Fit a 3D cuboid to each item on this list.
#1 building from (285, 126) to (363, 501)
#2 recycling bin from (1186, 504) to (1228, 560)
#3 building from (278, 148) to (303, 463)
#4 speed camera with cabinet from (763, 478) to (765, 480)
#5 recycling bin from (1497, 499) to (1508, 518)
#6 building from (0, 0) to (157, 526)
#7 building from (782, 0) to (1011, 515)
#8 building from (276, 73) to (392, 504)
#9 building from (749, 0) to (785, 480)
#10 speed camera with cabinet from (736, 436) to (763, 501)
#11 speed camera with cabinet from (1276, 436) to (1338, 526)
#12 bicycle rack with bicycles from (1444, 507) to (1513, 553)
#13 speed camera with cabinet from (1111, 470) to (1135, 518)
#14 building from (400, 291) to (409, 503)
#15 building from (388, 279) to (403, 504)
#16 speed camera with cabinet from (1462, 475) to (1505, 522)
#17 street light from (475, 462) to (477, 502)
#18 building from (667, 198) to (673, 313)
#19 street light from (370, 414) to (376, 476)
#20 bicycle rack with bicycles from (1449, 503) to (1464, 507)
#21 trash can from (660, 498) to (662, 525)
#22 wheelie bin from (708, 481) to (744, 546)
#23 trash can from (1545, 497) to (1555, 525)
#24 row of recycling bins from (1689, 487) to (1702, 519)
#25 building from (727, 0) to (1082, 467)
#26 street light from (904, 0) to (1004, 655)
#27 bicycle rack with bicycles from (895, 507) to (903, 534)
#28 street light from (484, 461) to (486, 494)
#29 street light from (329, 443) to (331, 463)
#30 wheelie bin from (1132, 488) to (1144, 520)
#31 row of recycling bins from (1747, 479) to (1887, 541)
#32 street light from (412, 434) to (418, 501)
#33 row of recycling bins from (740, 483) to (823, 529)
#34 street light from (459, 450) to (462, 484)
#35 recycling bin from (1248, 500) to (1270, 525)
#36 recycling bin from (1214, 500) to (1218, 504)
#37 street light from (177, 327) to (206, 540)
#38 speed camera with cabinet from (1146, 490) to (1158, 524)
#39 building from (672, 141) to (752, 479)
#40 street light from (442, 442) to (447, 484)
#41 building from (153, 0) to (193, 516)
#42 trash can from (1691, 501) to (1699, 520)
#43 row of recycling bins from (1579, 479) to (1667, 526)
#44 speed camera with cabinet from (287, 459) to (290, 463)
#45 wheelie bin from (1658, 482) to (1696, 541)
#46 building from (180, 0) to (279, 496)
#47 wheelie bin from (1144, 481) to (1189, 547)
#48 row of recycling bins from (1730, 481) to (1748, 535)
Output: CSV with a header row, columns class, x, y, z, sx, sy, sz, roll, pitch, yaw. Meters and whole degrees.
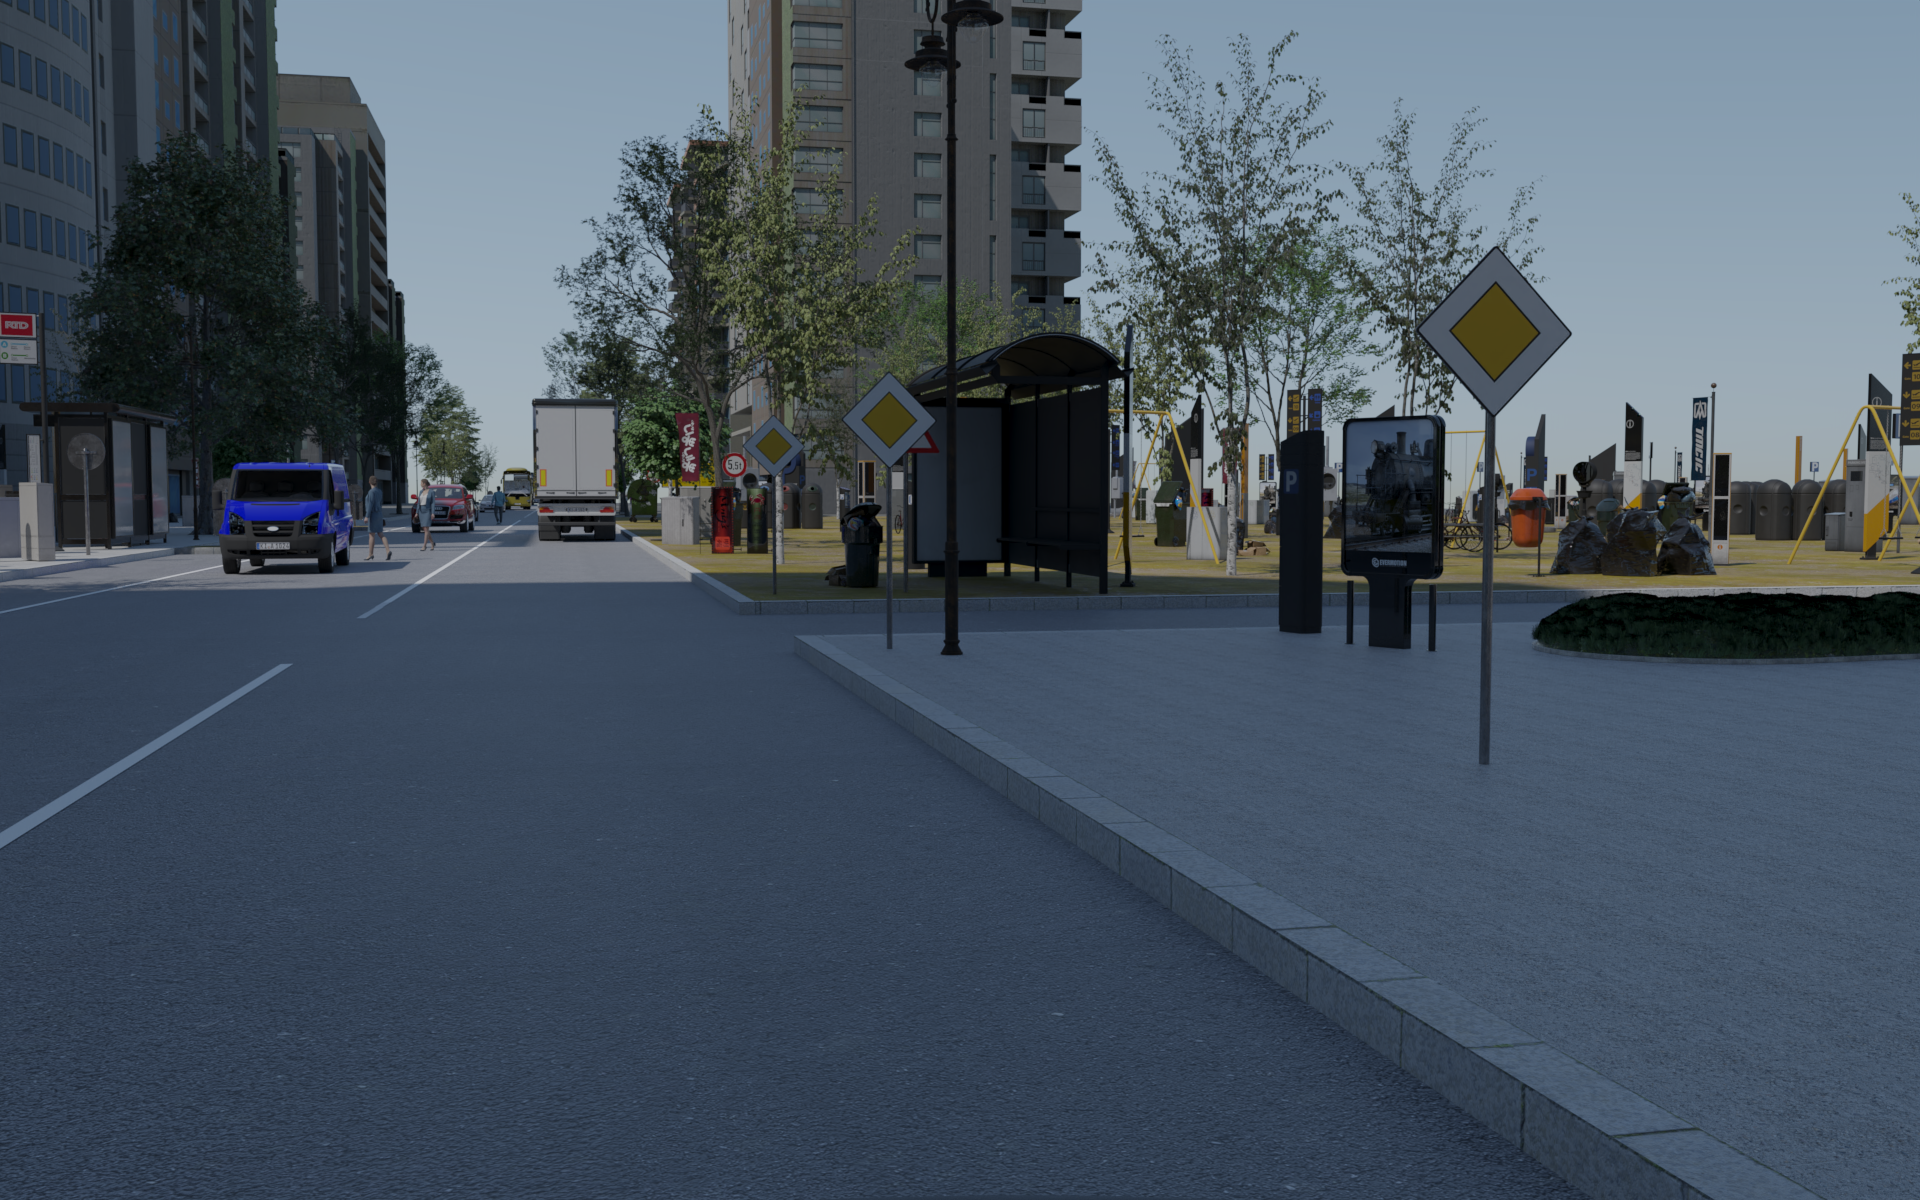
class,x,y,z,sx,sy,sz,roll,pitch,yaw
building,-72.938,-30.776,186.779,14.154,41.232,14.086,-1,4,-13
recycling bin,4.906,-1.308,33.946,0.722,1.027,0.722,2,4,32
building,-60.724,-22.349,137.100,14.160,30.474,14.107,-1,4,-13
speed camera with cabinet,-10.354,-6.035,93.011,2.038,3.252,0.660,-3,5,-43
recycling bin,27.190,-4.577,87.384,0.722,1.027,0.722,2,4,28
building,-46.550,-32.197,68.427,21.231,58.520,28.212,-1,4,-13
building,-4.932,-26.374,114.811,14.154,41.232,14.086,-1,4,-13
building,-79.294,-35.454,203.373,21.300,48.544,21.600,-1,4,-13
building,-7.870,-29.259,128.496,14.600,45.320,14.200,-1,4,-13
speed camera with cabinet,-7.860,-3.933,58.643,2.038,3.252,0.660,-2,4,-28
speed camera with cabinet,11.849,-3.966,59.182,2.038,3.252,0.660,1,4,11
bicycle rack with bicycles,10.985,-1.570,39.051,2.925,0.926,2.852,1,4,16
speed camera with cabinet,9.029,-6.042,93.124,0.660,3.252,2.038,-3,4,-37
building,-83.269,-28.382,235.744,14.160,30.474,14.107,-1,4,-13
building,-80.106,-27.543,222.021,14.160,30.474,14.107,-1,4,-13
speed camera with cabinet,24.010,-5.202,79.384,2.038,3.252,0.660,-2,4,-25
street light,-56.990,-14.118,203.615,0.468,5.910,1.993,-1,4,-13
building,-29.197,-35.881,241.272,22.147,44.769,28.867,-1,4,-13
street light,-31.863,-7.418,94.070,0.468,5.910,1.993,-1,4,-13
bicycle rack with bicycles,21.719,-3.706,73.969,2.852,0.926,2.925,2,4,35
trash can,-11.594,-3.504,68.951,0.748,1.137,0.748,0,3,0
wheelie bin,-5.782,-2.137,42.852,0.980,1.594,0.693,3,5,39
trash can,25.335,-3.859,74.742,0.748,1.137,0.748,0,3,0
row of recycling bins,38.394,-5.028,89.317,3.534,1.692,1.069,-2,4,-25
building,-5.394,-34.325,150.456,28.713,52.752,27.495,-1,4,-13
street light,-0.066,-2.501,13.677,0.468,5.910,1.993,-1,4,-13
bicycle rack with bicycles,-0.683,-2.531,54.767,2.852,0.926,2.925,-1,4,-14
street light,-63.731,-15.895,232.667,0.468,5.910,1.993,-1,4,-13
street light,-27.920,-6.358,76.748,0.468,5.910,1.993,-1,4,-13
wheelie bin,8.811,-4.674,84.332,0.980,1.594,0.693,0,4,-6
row of recycling bins,23.840,-2.492,47.853,3.534,1.692,1.069,0,4,-2
street light,-38.350,-9.143,122.281,0.468,5.910,1.993,-1,4,-13
row of recycling bins,-6.746,-3.483,64.064,3.534,1.692,1.069,1,4,14
street light,-50.546,-12.374,175.096,0.468,5.910,1.993,-1,4,-13
recycling bin,12.659,-3.721,73.389,0.722,1.027,0.722,2,4,30
recycling bin,11.054,-3.954,77.204,0.722,1.027,0.722,-1,4,-12
street light,-21.274,-4.604,48.067,0.468,5.910,1.993,-1,4,-13
speed camera with cabinet,8.885,-4.950,75.264,0.660,3.252,2.038,3,5,40
building,-22.761,-34.163,213.183,22.147,44.769,28.867,-1,4,-13
street light,-44.988,-10.906,151.101,0.468,5.910,1.993,-1,4,-13
building,-51.393,-27.198,94.794,14.600,45.320,14.200,-1,4,-13
trash can,35.990,-4.495,85.151,0.748,1.137,0.748,0,3,0
row of recycling bins,18.538,-2.505,48.075,3.534,1.692,1.069,-2,4,-34
speed camera with cabinet,-26.483,-4.486,67.678,0.660,3.252,2.038,-2,4,-26
wheelie bin,19.296,-2.363,46.543,0.980,1.594,0.693,0,4,-4
building,-56.673,-26.877,123.026,14.154,41.232,14.086,-1,4,-13
wheelie bin,5.152,-2.103,42.298,0.693,1.594,0.980,-3,5,-41
row of recycling bins,25.307,-2.968,55.634,1.069,1.692,3.534,3,4,37
